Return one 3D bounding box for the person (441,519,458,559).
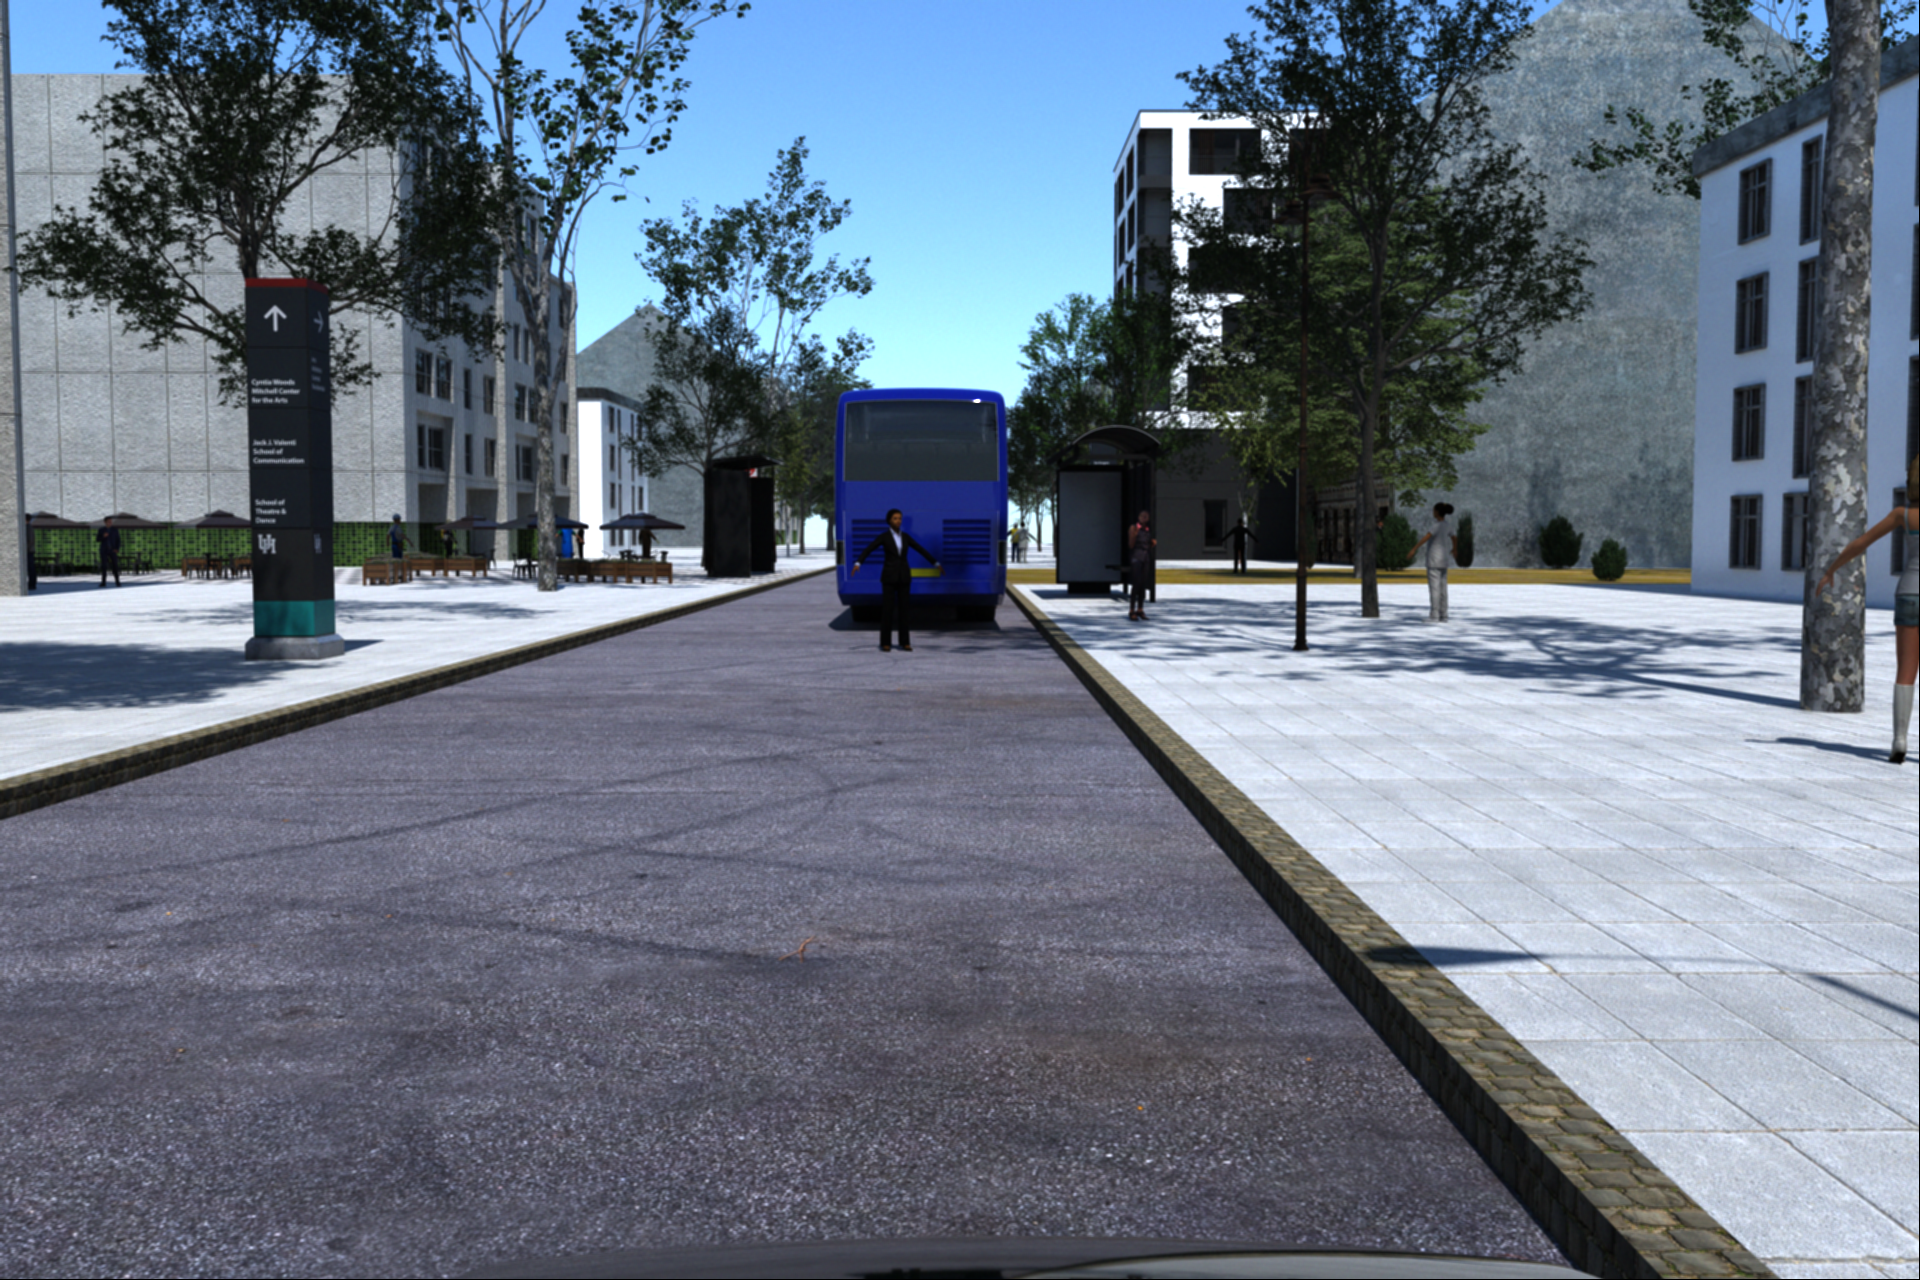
[{"bbox_3d":[-19.680,-3.732,66.804,0.705,1.856,1.354,0,4,-1],"label":"person"}]

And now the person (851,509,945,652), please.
[{"bbox_3d":[-0.757,-0.730,21.117,1.216,1.740,0.721,-1,4,-22],"label":"person"}]

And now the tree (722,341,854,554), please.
[{"bbox_3d":[-9.905,-12.166,109.282,12.009,13.543,11.850,0,3,0],"label":"tree"}]

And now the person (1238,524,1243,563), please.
[{"bbox_3d":[12.236,-4.228,75.935,0.721,1.733,1.217,1,4,20],"label":"person"}]

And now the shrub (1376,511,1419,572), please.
[{"bbox_3d":[14.908,-3.388,59.438,1.661,2.075,1.752,0,3,0],"label":"shrub"}]

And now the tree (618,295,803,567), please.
[{"bbox_3d":[-9.613,-8.120,67.179,7.601,10.594,8.767,-1,4,-17],"label":"tree"}]

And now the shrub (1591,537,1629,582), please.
[{"bbox_3d":[17.578,-2.188,46.889,1.383,1.207,1.383,0,3,0],"label":"shrub"}]

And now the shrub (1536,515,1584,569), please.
[{"bbox_3d":[22.067,-3.626,63.703,1.690,2.028,1.600,0,3,0],"label":"shrub"}]

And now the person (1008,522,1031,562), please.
[{"bbox_3d":[2.546,-4.448,78.691,1.349,1.833,0.705,1,4,16],"label":"person"}]

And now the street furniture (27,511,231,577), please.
[{"bbox_3d":[-32.022,-2.737,49.782,14.083,1.986,27.439,0,4,2],"label":"street furniture"}]

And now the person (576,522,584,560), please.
[{"bbox_3d":[-17.120,-4.395,78.046,0.705,1.806,1.347,-1,4,-21],"label":"person"}]

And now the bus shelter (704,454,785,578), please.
[{"bbox_3d":[-6.625,-3.824,53.813,1.731,3.624,6.357,0,4,1],"label":"bus shelter"}]

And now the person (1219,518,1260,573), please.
[{"bbox_3d":[9.154,-3.089,56.724,1.346,1.802,0.704,0,4,1],"label":"person"}]

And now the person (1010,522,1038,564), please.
[{"bbox_3d":[2.729,-4.206,74.949,1.347,1.806,0.705,2,4,31],"label":"person"}]

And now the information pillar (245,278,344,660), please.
[{"bbox_3d":[-6.906,-1.744,17.894,0.750,3.857,0.750,0,4,-1],"label":"information pillar"}]

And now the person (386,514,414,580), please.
[{"bbox_3d":[-15.845,-2.629,48.834,1.347,1.847,0.705,3,5,41],"label":"person"}]

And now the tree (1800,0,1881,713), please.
[{"bbox_3d":[7.566,-9.496,11.156,12.611,20.169,13.585,0,3,0],"label":"tree"}]

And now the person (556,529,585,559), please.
[{"bbox_3d":[-14.374,-3.504,63.419,1.347,1.817,0.704,-3,5,-41],"label":"person"}]

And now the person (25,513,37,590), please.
[{"bbox_3d":[-21.598,-2.033,39.813,0.750,1.759,0.617,-1,4,-9],"label":"person"}]

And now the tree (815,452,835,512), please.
[{"bbox_3d":[-9.941,-11.548,139.178,4.737,8.622,4.395,0,3,0],"label":"tree"}]

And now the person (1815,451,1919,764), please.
[{"bbox_3d":[5.416,-0.186,9.652,1.214,1.753,0.721,3,5,40],"label":"person"}]

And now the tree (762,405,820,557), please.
[{"bbox_3d":[-9.902,-9.091,98.997,4.737,8.622,4.395,0,3,0],"label":"tree"}]

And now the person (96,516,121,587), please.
[{"bbox_3d":[-20.782,-2.160,42.275,0.541,1.710,0.530,-1,4,-15],"label":"person"}]

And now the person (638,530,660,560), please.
[{"bbox_3d":[-11.771,-3.613,65.217,0.704,1.812,1.346,-3,5,-43],"label":"person"}]

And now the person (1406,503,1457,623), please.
[{"bbox_3d":[6.893,-1.128,25.208,1.217,1.739,0.721,-3,5,-42],"label":"person"}]

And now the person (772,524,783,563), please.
[{"bbox_3d":[-8.404,-4.360,77.414,1.348,1.813,0.705,-3,5,-43],"label":"person"}]

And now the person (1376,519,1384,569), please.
[{"bbox_3d":[15.390,-3.517,63.435,0.705,1.837,1.347,2,4,34],"label":"person"}]

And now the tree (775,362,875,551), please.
[{"bbox_3d":[-9.603,-13.609,129.167,9.857,13.997,8.962,0,3,0],"label":"tree"}]

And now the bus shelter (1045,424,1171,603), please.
[{"bbox_3d":[2.875,-2.500,34.791,2.014,3.302,5.546,0,4,0],"label":"bus shelter"}]

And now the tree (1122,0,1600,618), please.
[{"bbox_3d":[5.974,-5.616,26.231,7.601,10.594,8.767,-1,4,-15],"label":"tree"}]

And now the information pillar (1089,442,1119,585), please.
[{"bbox_3d":[3.584,-3.309,43.484,0.750,3.857,0.750,0,4,0],"label":"information pillar"}]

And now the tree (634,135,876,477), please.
[{"bbox_3d":[-9.798,-13.955,84.051,12.611,20.169,13.585,0,3,0],"label":"tree"}]

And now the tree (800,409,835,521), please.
[{"bbox_3d":[-9.755,-14.786,148.405,9.857,13.997,8.962,0,3,0],"label":"tree"}]

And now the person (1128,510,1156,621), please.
[{"bbox_3d":[2.708,-1.116,25.764,0.415,1.643,0.593,0,4,6],"label":"person"}]
